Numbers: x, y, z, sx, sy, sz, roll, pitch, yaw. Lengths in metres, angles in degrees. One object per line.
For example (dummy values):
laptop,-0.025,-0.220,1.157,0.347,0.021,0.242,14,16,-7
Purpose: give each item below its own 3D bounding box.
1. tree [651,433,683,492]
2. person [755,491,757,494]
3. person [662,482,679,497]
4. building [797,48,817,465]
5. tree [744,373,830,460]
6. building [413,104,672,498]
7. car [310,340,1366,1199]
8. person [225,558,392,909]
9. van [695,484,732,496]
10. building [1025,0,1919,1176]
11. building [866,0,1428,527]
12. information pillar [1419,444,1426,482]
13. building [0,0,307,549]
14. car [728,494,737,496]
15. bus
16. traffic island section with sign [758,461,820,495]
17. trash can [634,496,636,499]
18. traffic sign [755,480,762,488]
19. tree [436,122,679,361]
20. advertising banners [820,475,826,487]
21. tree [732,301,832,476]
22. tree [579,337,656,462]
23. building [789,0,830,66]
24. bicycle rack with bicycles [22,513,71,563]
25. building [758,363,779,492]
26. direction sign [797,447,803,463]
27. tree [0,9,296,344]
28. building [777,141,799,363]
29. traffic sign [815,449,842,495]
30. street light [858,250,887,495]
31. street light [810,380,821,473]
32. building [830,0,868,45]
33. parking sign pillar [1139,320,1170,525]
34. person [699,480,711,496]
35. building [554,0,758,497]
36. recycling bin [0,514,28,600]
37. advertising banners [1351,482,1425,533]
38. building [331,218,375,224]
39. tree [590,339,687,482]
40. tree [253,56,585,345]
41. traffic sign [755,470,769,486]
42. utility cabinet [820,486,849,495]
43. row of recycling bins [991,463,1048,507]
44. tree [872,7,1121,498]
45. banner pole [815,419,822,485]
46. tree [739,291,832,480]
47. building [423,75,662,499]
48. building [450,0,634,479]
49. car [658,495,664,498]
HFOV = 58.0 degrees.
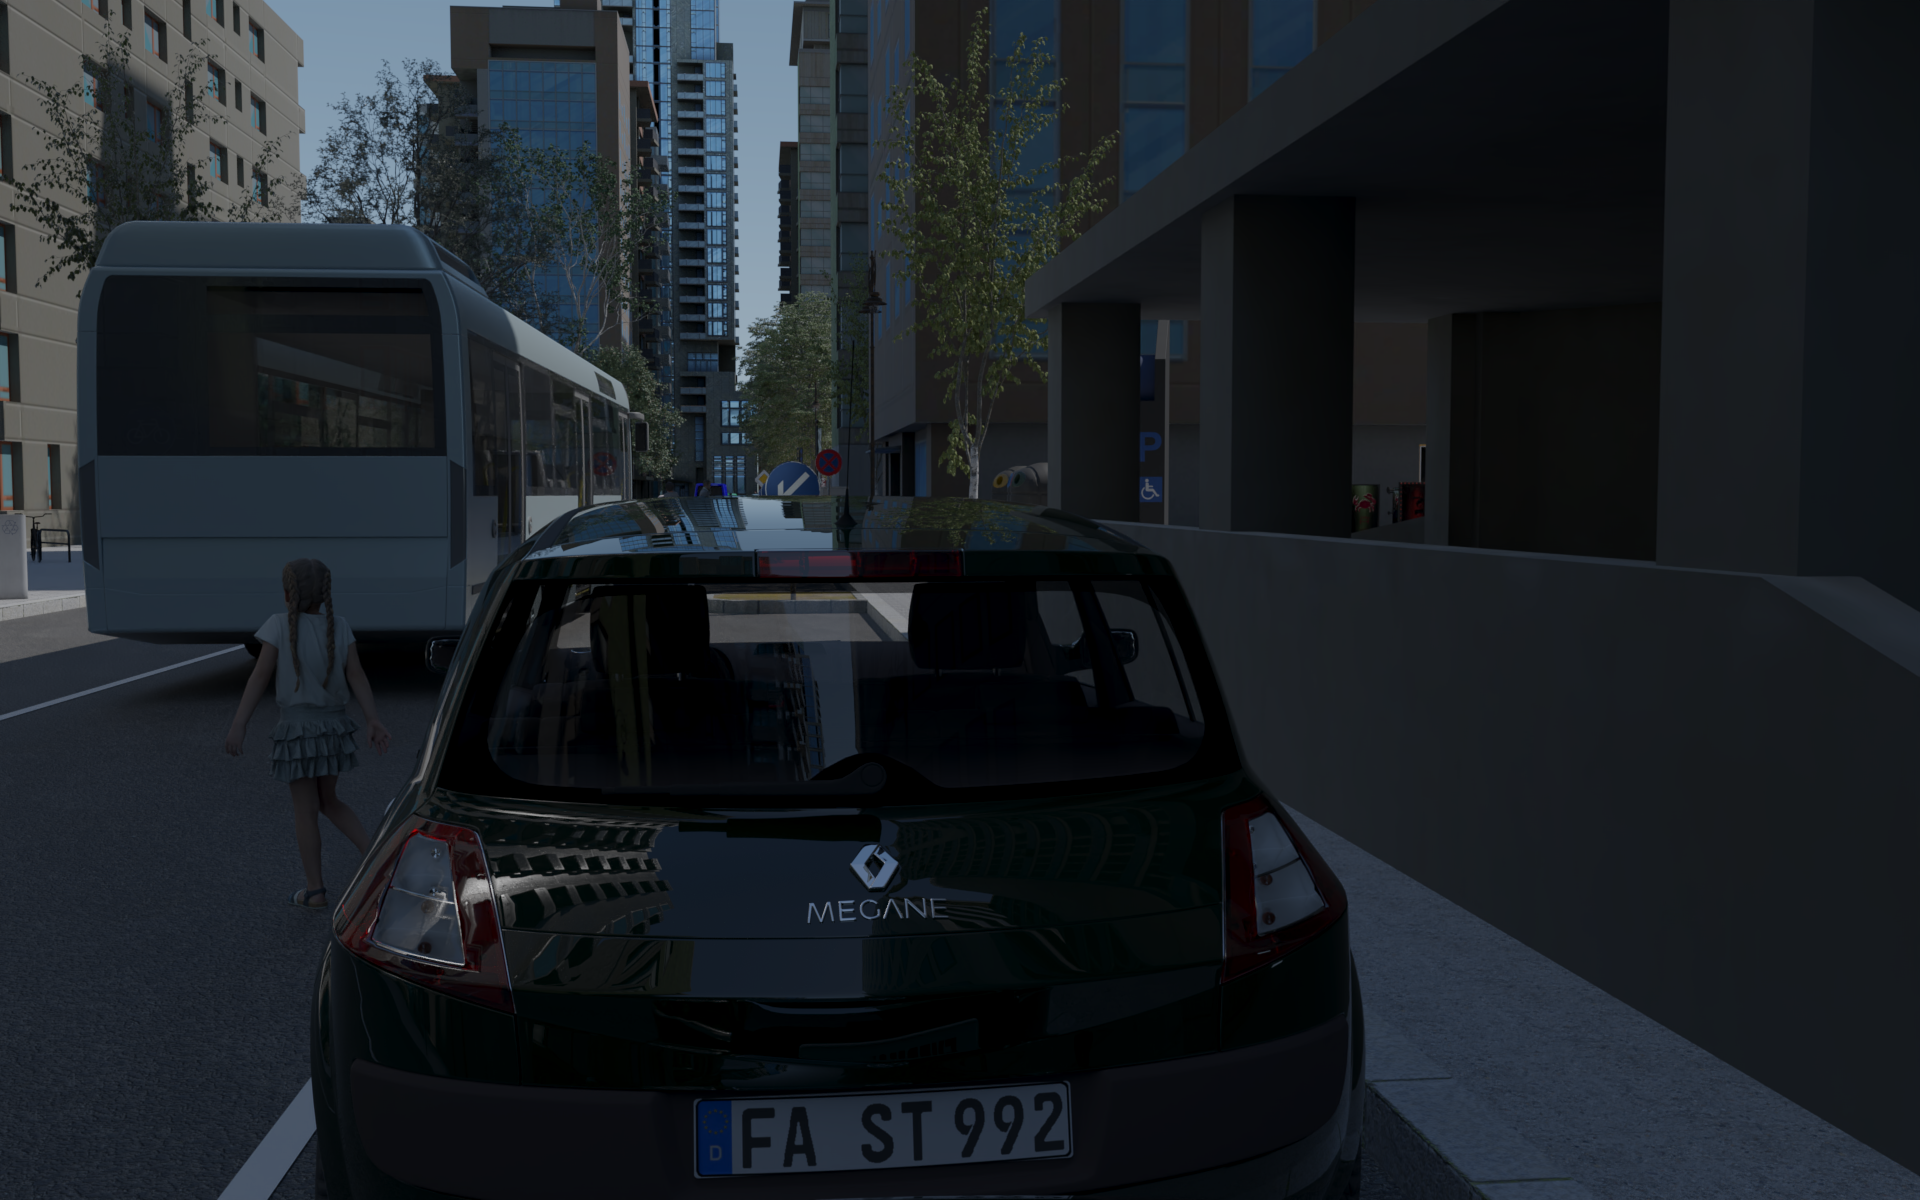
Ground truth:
tree,-33.937,-15.229,199.357,4.737,8.622,4.395,0,3,0
person,-18.789,-9.124,158.205,0.750,1.759,0.617,1,4,14
person,-8.172,-2.458,49.041,0.532,1.782,0.716,3,5,44
building,-8.236,-29.362,163.670,14.154,41.232,14.086,0,4,-7
tree,-11.717,-11.658,125.016,8.767,10.594,7.601,0,4,7
building,-51.267,-36.300,213.113,30.456,49.044,23.786,0,4,-7
car,-0.397,0.331,4.380,2.009,1.686,4.222,-1,4,-8
person,-2.233,0.464,5.937,0.382,1.210,0.505,3,5,43
van,-14.851,-6.079,103.773,2.240,2.365,5.245,0,4,-5
building,17.162,-19.418,9.367,32.217,40.220,23.993,0,4,-7
building,5.149,-23.893,40.759,14.600,45.320,14.200,0,4,-7
information pillar,7.012,-1.296,25.679,0.304,2.012,0.304,-3,4,-36
building,-37.720,-12.596,50.976,28.899,21.520,27.650,0,4,-7
car,-18.805,-8.074,140.812,1.959,1.807,4.718,0,4,-8
bus,-5.285,-1.437,18.353,2.948,3.499,13.247,0,4,-5
traffic island section with sign,-2.206,-0.797,21.651,1.989,1.847,2.006,0,4,-7
trash can,-28.037,-8.362,148.377,0.748,1.137,0.748,0,3,0
traffic sign,-8.900,-4.578,78.498,0.795,2.450,0.064,0,4,-7
tree,-20.830,-14.239,88.701,12.611,20.169,13.585,0,3,0
advertising banners,-11.222,-8.367,132.983,2.074,3.025,0.090,0,4,-4
tree,-10.280,-12.594,112.565,9.857,13.997,8.962,0,3,0
tree,-22.084,-10.353,103.691,8.767,10.594,7.601,1,4,14
building,-3.509,-36.467,185.480,28.713,52.752,27.495,0,4,-7
bicycle rack with bicycles,-17.925,-1.155,32.267,2.852,0.926,2.925,-3,5,-43
building,-15.000,-24.950,252.973,28.899,21.520,27.650,0,4,-7
direction sign,-7.769,-5.631,84.071,0.379,3.537,0.876,-1,4,-23
tree,-12.812,-4.719,27.526,4.360,8.622,3.978,0,3,0
building,-11.210,-34.164,213.210,22.147,44.769,28.867,0,4,-7
traffic sign,-3.712,-2.991,49.003,0.768,2.556,0.104,0,4,-6
street light,-1.669,-3.685,33.034,0.468,5.910,1.993,0,4,-7
street light,-5.848,-5.966,70.327,0.468,5.910,1.993,0,4,-7
building,2.226,-23.193,62.795,14.154,41.232,14.086,0,4,-7
parking sign pillar,2.662,-2.173,23.995,1.447,3.967,1.447,1,4,9
person,-6.749,-2.287,46.014,0.853,1.813,0.709,-1,4,-15
building,-44.505,-57.018,244.912,31.000,86.520,22.319,0,4,-7
recycling bin,-11.883,-0.530,21.226,0.722,1.027,0.722,-2,4,-35
advertising banners,5.918,-1.614,22.585,2.074,3.025,0.090,-1,4,-16
building,-86.333,-33.880,245.814,23.993,40.220,32.217,0,4,-7
tree,-25.197,-12.964,128.970,9.611,12.733,9.660,0,3,0
tree,-15.334,-8.423,48.093,12.009,13.543,11.850,0,3,0
traffic sign,-7.970,-4.093,70.567,0.795,2.450,0.064,0,4,-7
utility cabinet,-3.724,-2.560,50.531,0.318,1.500,1.173,2,4,34
row of recycling bins,1.045,-1.047,24.233,1.069,1.692,3.534,0,4,-4
tree,0.403,-4.712,27.399,4.737,8.622,4.395,0,3,0
banner pole,-4.724,-4.155,57.958,0.401,3.779,0.863,-1,4,-18
tree,-8.640,-10.963,97.371,7.486,12.596,7.792,0,3,0
building,-42.677,-32.106,179.558,22.147,44.769,28.867,0,4,-7
building,-37.534,-31.084,158.341,14.600,45.320,14.200,0,4,-7
car,-20.295,-6.613,120.488,2.083,1.381,4.827,0,4,-5
